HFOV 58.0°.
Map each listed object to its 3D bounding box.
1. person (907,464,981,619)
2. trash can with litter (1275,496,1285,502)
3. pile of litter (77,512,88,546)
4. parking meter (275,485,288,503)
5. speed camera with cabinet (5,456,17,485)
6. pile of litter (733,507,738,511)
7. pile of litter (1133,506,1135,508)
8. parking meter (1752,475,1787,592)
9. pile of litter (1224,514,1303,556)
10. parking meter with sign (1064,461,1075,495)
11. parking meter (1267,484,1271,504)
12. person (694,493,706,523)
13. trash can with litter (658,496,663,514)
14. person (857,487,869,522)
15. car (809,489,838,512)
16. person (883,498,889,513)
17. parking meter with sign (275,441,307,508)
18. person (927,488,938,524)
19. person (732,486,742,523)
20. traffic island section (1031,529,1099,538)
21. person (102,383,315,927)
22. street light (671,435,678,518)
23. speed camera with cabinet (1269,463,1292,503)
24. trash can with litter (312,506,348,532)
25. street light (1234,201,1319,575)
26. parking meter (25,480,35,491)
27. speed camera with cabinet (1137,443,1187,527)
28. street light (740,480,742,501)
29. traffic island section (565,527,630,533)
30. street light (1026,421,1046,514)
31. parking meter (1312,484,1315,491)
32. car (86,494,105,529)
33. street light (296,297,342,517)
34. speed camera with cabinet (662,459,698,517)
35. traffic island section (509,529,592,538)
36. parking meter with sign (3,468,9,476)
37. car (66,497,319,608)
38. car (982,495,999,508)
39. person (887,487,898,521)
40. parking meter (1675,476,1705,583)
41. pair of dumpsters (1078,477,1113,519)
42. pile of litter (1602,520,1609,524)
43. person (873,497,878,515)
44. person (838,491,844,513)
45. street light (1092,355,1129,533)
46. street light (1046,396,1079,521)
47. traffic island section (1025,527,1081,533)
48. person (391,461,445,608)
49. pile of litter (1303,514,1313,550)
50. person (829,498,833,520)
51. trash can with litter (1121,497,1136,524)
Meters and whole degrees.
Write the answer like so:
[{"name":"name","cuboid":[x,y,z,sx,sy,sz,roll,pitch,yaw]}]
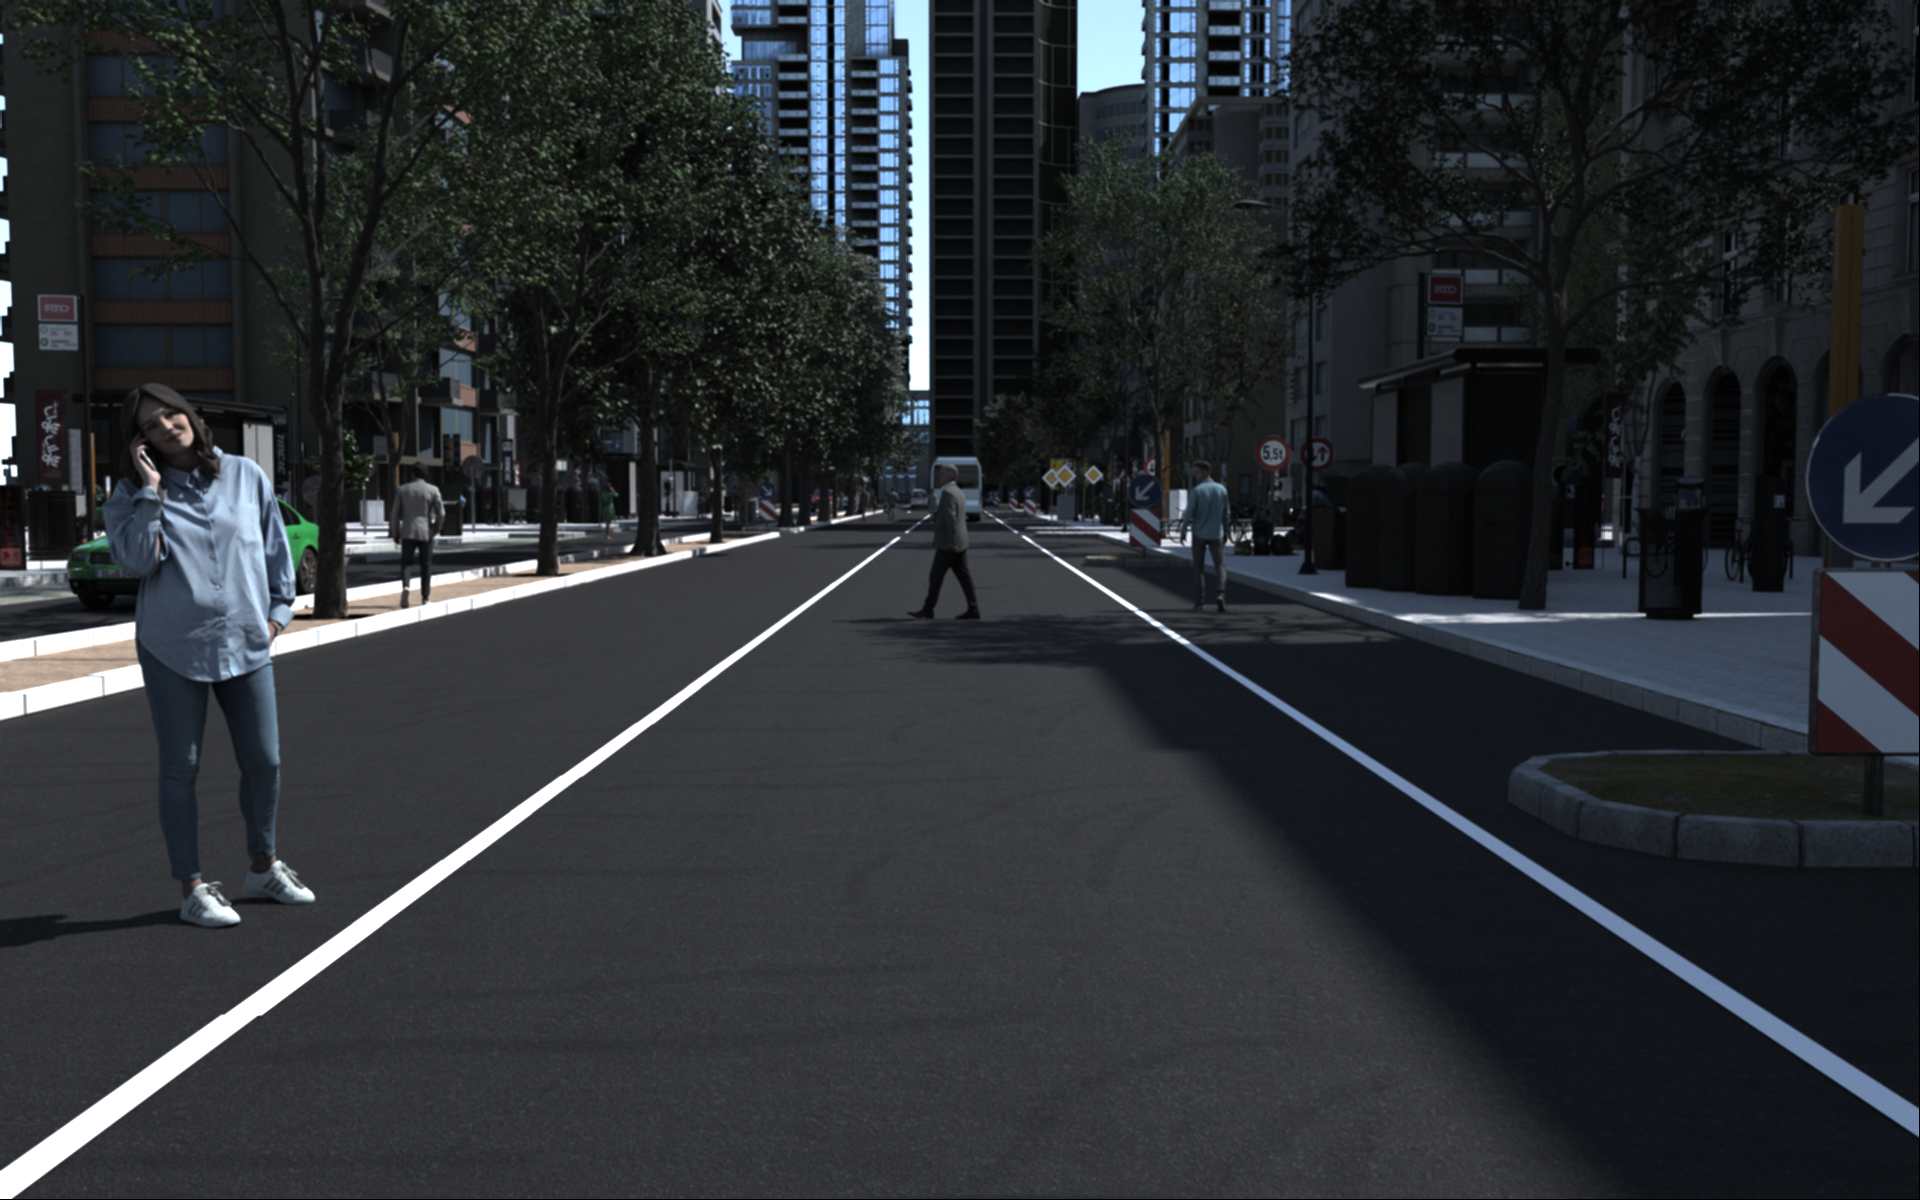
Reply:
[{"name":"person","cuboid":[-0.181,-0.668,19.818,0.834,1.777,0.661,0,4,5]},{"name":"trash can with litter","cuboid":[17.356,-4.970,92.639,1.055,1.170,0.624,3,5,40]},{"name":"pile of litter","cuboid":[-21.484,-1.700,41.767,1.176,0.858,1.719,-2,4,-29]},{"name":"parking meter","cuboid":[-19.581,-2.542,49.968,0.372,1.533,0.369,0,3,0]},{"name":"speed camera with cabinet","cuboid":[-48.997,-5.801,89.178,0.660,3.252,2.038,0,4,-7]},{"name":"pile of litter","cuboid":[-17.266,-7.346,134.076,1.719,0.858,1.176,-1,4,-22]},{"name":"pile of litter","cuboid":[12.178,-6.830,125.638,1.176,0.858,1.719,2,4,33]},{"name":"parking meter","cuboid":[10.644,-0.878,22.773,0.372,1.533,0.369,0,3,0]},{"name":"pile of litter","cuboid":[6.259,-1.373,36.407,1.719,0.858,1.176,1,4,12]},{"name":"parking meter with sign","cuboid":[5.769,-5.780,90.771,0.543,3.016,1.738,0,4,-1]},{"name":"parking meter","cuboid":[18.628,-6.010,103.981,0.399,1.863,0.255,-1,4,-23]},{"name":"person","cuboid":[-12.969,-4.608,86.435,0.523,1.515,0.503,3,4,36]},{"name":"trash can with litter","cuboid":[-19.360,-6.034,109.709,2.233,1.210,1.678,-1,4,-8]},{"name":"person","cuboid":[-4.948,-4.874,88.295,0.694,1.812,0.767,3,5,41]},{"name":"car","cuboid":[-10.894,-7.939,138.476,2.281,1.827,5.304,0,4,-2]},{"name":"person","cuboid":[-5.350,-7.047,129.211,0.738,1.151,1.012,2,4,30]},{"name":"parking meter with sign","cuboid":[-22.495,-3.722,57.116,1.738,3.016,0.543,-3,4,-36]},{"name":"person","cuboid":[-1.303,-4.565,83.892,0.466,1.731,0.760,-3,5,-42]},{"name":"person","cuboid":[-11.122,-4.811,86.963,0.655,1.846,0.447,-1,4,-17]},{"name":"traffic island section","cuboid":[3.500,-2.158,57.556,2.009,0.180,2.903,0,3,0]},{"name":"person","cuboid":[-2.515,0.180,5.821,0.793,1.790,0.793,1,4,20]},{"name":"street light","cuboid":[-15.034,-7.451,94.368,1.470,5.913,1.316,0,3,0]},{"name":"speed camera with cabinet","cuboid":[17.579,-6.159,95.043,0.660,3.252,2.038,-1,4,-11]},{"name":"trash can with litter","cuboid":[-21.085,-2.851,58.001,0.624,1.170,1.055,2,4,27]},{"name":"street light","cuboid":[5.036,-3.366,27.580,1.470,5.913,1.316,0,3,0]},{"name":"parking meter","cuboid":[-39.520,-4.152,73.600,0.399,1.863,0.255,-2,4,-30]},{"name":"speed camera with cabinet","cuboid":[7.851,-4.458,67.217,2.038,3.252,0.660,3,5,44]},{"name":"street light","cuboid":[-15.080,-9.230,123.449,1.470,5.913,1.316,0,3,0]},{"name":"traffic island section","cuboid":[-13.648,-2.645,65.532,2.009,0.180,2.903,0,3,0]},{"name":"street light","cuboid":[4.954,-8.424,110.273,1.470,5.913,1.316,0,3,0]},{"name":"parking meter","cuboid":[8.723,-2.059,42.084,0.372,1.533,0.369,0,3,0]},{"name":"car","cuboid":[-29.842,-3.194,61.023,4.718,1.807,1.959,0,4,-2]},{"name":"street light","cuboid":[-15.071,-4.183,40.939,1.470,5.913,1.316,0,3,0]},{"name":"speed camera with cabinet","cuboid":[-15.996,-6.398,98.951,2.038,3.252,0.660,-3,4,-37]},{"name":"traffic island section","cuboid":[-13.642,-2.157,57.547,2.009,0.180,2.903,0,3,0]},{"name":"parking meter with sign","cuboid":[-63.930,-7.403,117.303,1.738,3.016,0.543,2,4,25]},{"name":"car","cuboid":[-10.132,-0.882,23.210,1.959,1.807,4.718,0,4,1]},{"name":"car","cuboid":[3.180,-10.244,180.066,1.945,1.354,3.894,0,3,0]},{"name":"person","cuboid":[-3.646,-5.206,93.823,0.606,1.804,0.583,0,4,-3]},{"name":"parking meter","cuboid":[10.167,-0.962,24.148,0.372,1.533,0.369,0,3,0]},{"name":"pair of dumpsters","cuboid":[7.099,-5.374,90.364,1.574,2.255,4.437,0,3,0]},{"name":"pile of litter","cuboid":[27.335,-3.718,74.754,1.176,0.858,1.719,0,4,2]},{"name":"person","cuboid":[-5.915,-6.597,121.027,0.373,1.253,0.362,0,4,7]},{"name":"person","cuboid":[-8.992,-7.440,130.481,0.374,1.781,0.599,-2,4,-34]},{"name":"street light","cuboid":[4.962,-5.192,57.430,1.470,5.913,1.316,0,3,0]},{"name":"street light","cuboid":[4.920,-6.645,81.192,1.470,5.913,1.316,0,3,0]},{"name":"traffic island section","cuboid":[3.493,-2.646,65.541,2.009,0.180,2.903,0,3,0]},{"name":"person","cuboid":[-6.837,-0.826,21.847,0.661,1.843,0.795,-1,4,-11]},{"name":"pile of litter","cuboid":[8.186,-1.596,40.059,1.719,0.858,1.176,0,4,-7]},{"name":"person","cuboid":[-7.195,-4.979,94.926,0.505,1.210,0.382,1,4,13]},{"name":"trash can with litter","cuboid":[7.062,-3.872,74.693,1.055,1.170,0.624,-3,5,-43]}]
